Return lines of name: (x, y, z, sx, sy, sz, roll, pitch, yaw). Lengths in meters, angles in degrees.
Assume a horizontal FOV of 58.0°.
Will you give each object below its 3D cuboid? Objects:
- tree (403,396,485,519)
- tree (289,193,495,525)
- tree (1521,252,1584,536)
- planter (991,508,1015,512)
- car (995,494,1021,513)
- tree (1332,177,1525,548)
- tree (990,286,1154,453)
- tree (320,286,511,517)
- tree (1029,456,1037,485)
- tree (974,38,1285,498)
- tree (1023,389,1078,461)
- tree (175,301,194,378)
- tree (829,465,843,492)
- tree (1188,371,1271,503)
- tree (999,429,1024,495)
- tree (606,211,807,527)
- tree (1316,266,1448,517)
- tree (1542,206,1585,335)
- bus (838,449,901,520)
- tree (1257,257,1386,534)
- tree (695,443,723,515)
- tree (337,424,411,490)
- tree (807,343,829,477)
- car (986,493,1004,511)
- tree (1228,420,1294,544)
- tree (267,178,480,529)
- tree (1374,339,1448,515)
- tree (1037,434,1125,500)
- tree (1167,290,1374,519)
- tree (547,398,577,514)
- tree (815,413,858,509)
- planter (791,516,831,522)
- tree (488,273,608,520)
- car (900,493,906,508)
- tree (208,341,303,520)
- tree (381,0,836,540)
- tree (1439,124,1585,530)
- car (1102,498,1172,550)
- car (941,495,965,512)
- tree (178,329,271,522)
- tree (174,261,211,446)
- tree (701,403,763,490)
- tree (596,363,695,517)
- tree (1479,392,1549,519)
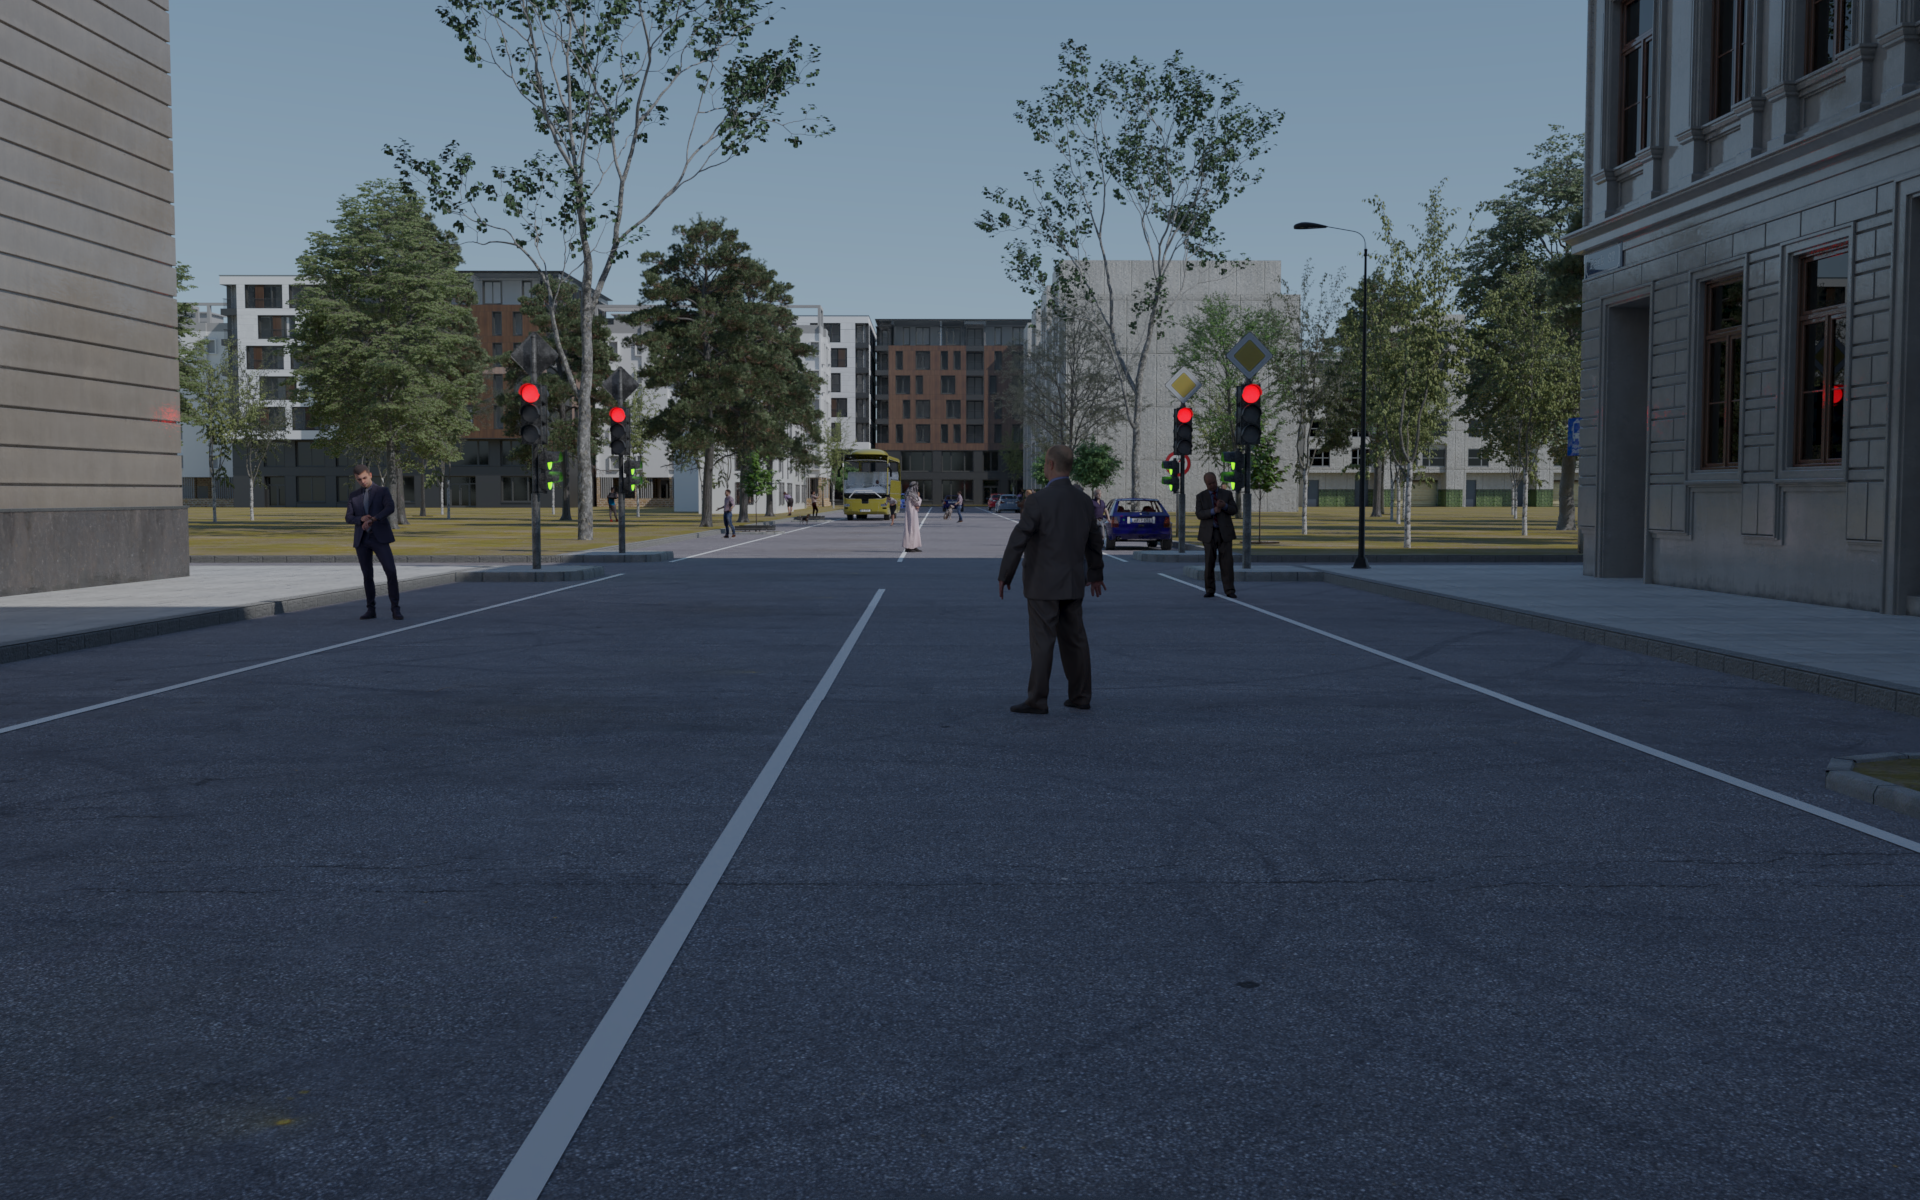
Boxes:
tree: (-26.690, -8.501, 89.354, 4.737, 8.622, 4.395, 0, 3, 0)
tree: (-23.645, -10.092, 72.421, 7.806, 13.903, 7.818, 0, 3, 0)
tree: (17.726, -6.301, 53.381, 4.737, 8.622, 4.395, 0, 3, 0)
planter: (3.665, -7.248, 139.641, 1.991, 0.319, 1.994, 0, 4, -1)
car: (3.632, -7.274, 130.933, 2.014, 1.417, 4.499, 0, 4, -2)
tree: (10.696, -5.553, 41.160, 4.737, 8.622, 4.395, 0, 3, 0)
tree: (6.461, -11.761, 102.659, 12.009, 13.543, 11.850, 0, 3, 0)
tree: (-30.740, -11.525, 98.800, 12.009, 13.543, 11.850, 0, 3, 0)
tree: (6.298, -8.090, 115.992, 4.285, 4.588, 4.351, 0, 3, 0)
tree: (6.786, -13.227, 72.153, 12.611, 20.169, 13.585, 0, 3, 0)
tree: (6.501, -10.408, 120.539, 4.360, 8.622, 3.978, 0, 3, 0)
tree: (-27.209, -7.176, 51.738, 8.767, 10.594, 7.601, -1, 4, -16)
tree: (-11.523, -11.581, 173.068, 4.285, 4.588, 4.351, 0, 3, 0)
tree: (15.275, -9.229, 101.262, 4.737, 8.622, 4.395, 0, 3, 0)
tree: (6.076, -14.665, 190.140, 4.737, 8.622, 4.395, 0, 3, 0)
tree: (-9.798, -8.883, 67.297, 6.751, 12.117, 7.091, 0, 3, 0)
tree: (23.724, -11.601, 97.099, 7.806, 13.903, 7.818, 0, 3, 0)
tree: (19.263, -8.367, 44.222, 7.806, 13.903, 7.818, 0, 3, 0)
bus: (-4.939, -6.514, 98.054, 2.896, 3.916, 12.252, 0, 4, 1)
tree: (11.204, -6.401, 55.026, 4.360, 8.622, 3.978, 0, 3, 0)
tree: (-16.111, -9.599, 107.305, 4.737, 8.622, 4.395, 0, 3, 0)
tree: (-37.839, -9.786, 110.356, 4.360, 8.622, 3.978, 0, 3, 0)
tree: (-9.791, -9.570, 78.526, 6.751, 12.117, 7.091, 0, 3, 0)
car: (3.352, -8.697, 151.243, 2.155, 1.783, 4.494, 0, 3, 0)
tree: (7.925, -3.086, 45.057, 1.663, 3.219, 1.824, 0, 3, 0)
tree: (-21.081, -8.846, 62.752, 7.486, 12.596, 7.792, 0, 3, 0)
tree: (26.143, -11.133, 107.776, 9.928, 11.665, 9.643, 0, 3, 0)
tree: (7.230, -6.729, 93.733, 4.285, 4.588, 4.351, 0, 3, 0)
tree: (14.267, -10.002, 89.289, 9.928, 11.665, 9.643, 0, 3, 0)
tree: (-25.552, -9.740, 109.617, 4.360, 8.622, 3.978, 0, 3, 0)
tree: (-11.078, -12.334, 152.022, 4.737, 8.622, 4.395, 0, 3, 0)
planter: (-7.666, -4.180, 89.487, 1.991, 0.319, 1.994, 0, 4, -1)
tree: (-19.464, -9.973, 85.111, 6.751, 12.117, 7.091, 0, 3, 0)
car: (-4.739, -8.885, 154.854, 1.945, 1.707, 3.694, 0, 4, -1)
tree: (-34.374, -8.202, 84.469, 4.360, 8.622, 3.978, 0, 3, 0)
tree: (-9.940, -11.824, 49.216, 12.611, 20.169, 13.585, 0, 3, 0)
tree: (21.616, -9.446, 61.094, 9.857, 13.997, 8.962, 0, 3, 0)
car: (4.519, -2.023, 45.652, 1.945, 1.354, 3.894, 0, 4, -2)
car: (-0.556, -7.904, 141.812, 1.945, 1.354, 3.894, 0, 4, 1)
tree: (-33.621, -7.837, 78.493, 4.737, 8.622, 4.395, 0, 3, 0)
tree: (-34.103, -9.275, 69.766, 7.486, 12.596, 7.792, 0, 3, 0)
tree: (-12.664, -8.695, 92.533, 4.360, 8.622, 3.978, 0, 3, 0)
tree: (-18.199, -8.946, 96.636, 4.737, 8.622, 4.395, 0, 3, 0)
tree: (28.563, -8.465, 88.759, 4.360, 8.622, 3.978, 0, 3, 0)
